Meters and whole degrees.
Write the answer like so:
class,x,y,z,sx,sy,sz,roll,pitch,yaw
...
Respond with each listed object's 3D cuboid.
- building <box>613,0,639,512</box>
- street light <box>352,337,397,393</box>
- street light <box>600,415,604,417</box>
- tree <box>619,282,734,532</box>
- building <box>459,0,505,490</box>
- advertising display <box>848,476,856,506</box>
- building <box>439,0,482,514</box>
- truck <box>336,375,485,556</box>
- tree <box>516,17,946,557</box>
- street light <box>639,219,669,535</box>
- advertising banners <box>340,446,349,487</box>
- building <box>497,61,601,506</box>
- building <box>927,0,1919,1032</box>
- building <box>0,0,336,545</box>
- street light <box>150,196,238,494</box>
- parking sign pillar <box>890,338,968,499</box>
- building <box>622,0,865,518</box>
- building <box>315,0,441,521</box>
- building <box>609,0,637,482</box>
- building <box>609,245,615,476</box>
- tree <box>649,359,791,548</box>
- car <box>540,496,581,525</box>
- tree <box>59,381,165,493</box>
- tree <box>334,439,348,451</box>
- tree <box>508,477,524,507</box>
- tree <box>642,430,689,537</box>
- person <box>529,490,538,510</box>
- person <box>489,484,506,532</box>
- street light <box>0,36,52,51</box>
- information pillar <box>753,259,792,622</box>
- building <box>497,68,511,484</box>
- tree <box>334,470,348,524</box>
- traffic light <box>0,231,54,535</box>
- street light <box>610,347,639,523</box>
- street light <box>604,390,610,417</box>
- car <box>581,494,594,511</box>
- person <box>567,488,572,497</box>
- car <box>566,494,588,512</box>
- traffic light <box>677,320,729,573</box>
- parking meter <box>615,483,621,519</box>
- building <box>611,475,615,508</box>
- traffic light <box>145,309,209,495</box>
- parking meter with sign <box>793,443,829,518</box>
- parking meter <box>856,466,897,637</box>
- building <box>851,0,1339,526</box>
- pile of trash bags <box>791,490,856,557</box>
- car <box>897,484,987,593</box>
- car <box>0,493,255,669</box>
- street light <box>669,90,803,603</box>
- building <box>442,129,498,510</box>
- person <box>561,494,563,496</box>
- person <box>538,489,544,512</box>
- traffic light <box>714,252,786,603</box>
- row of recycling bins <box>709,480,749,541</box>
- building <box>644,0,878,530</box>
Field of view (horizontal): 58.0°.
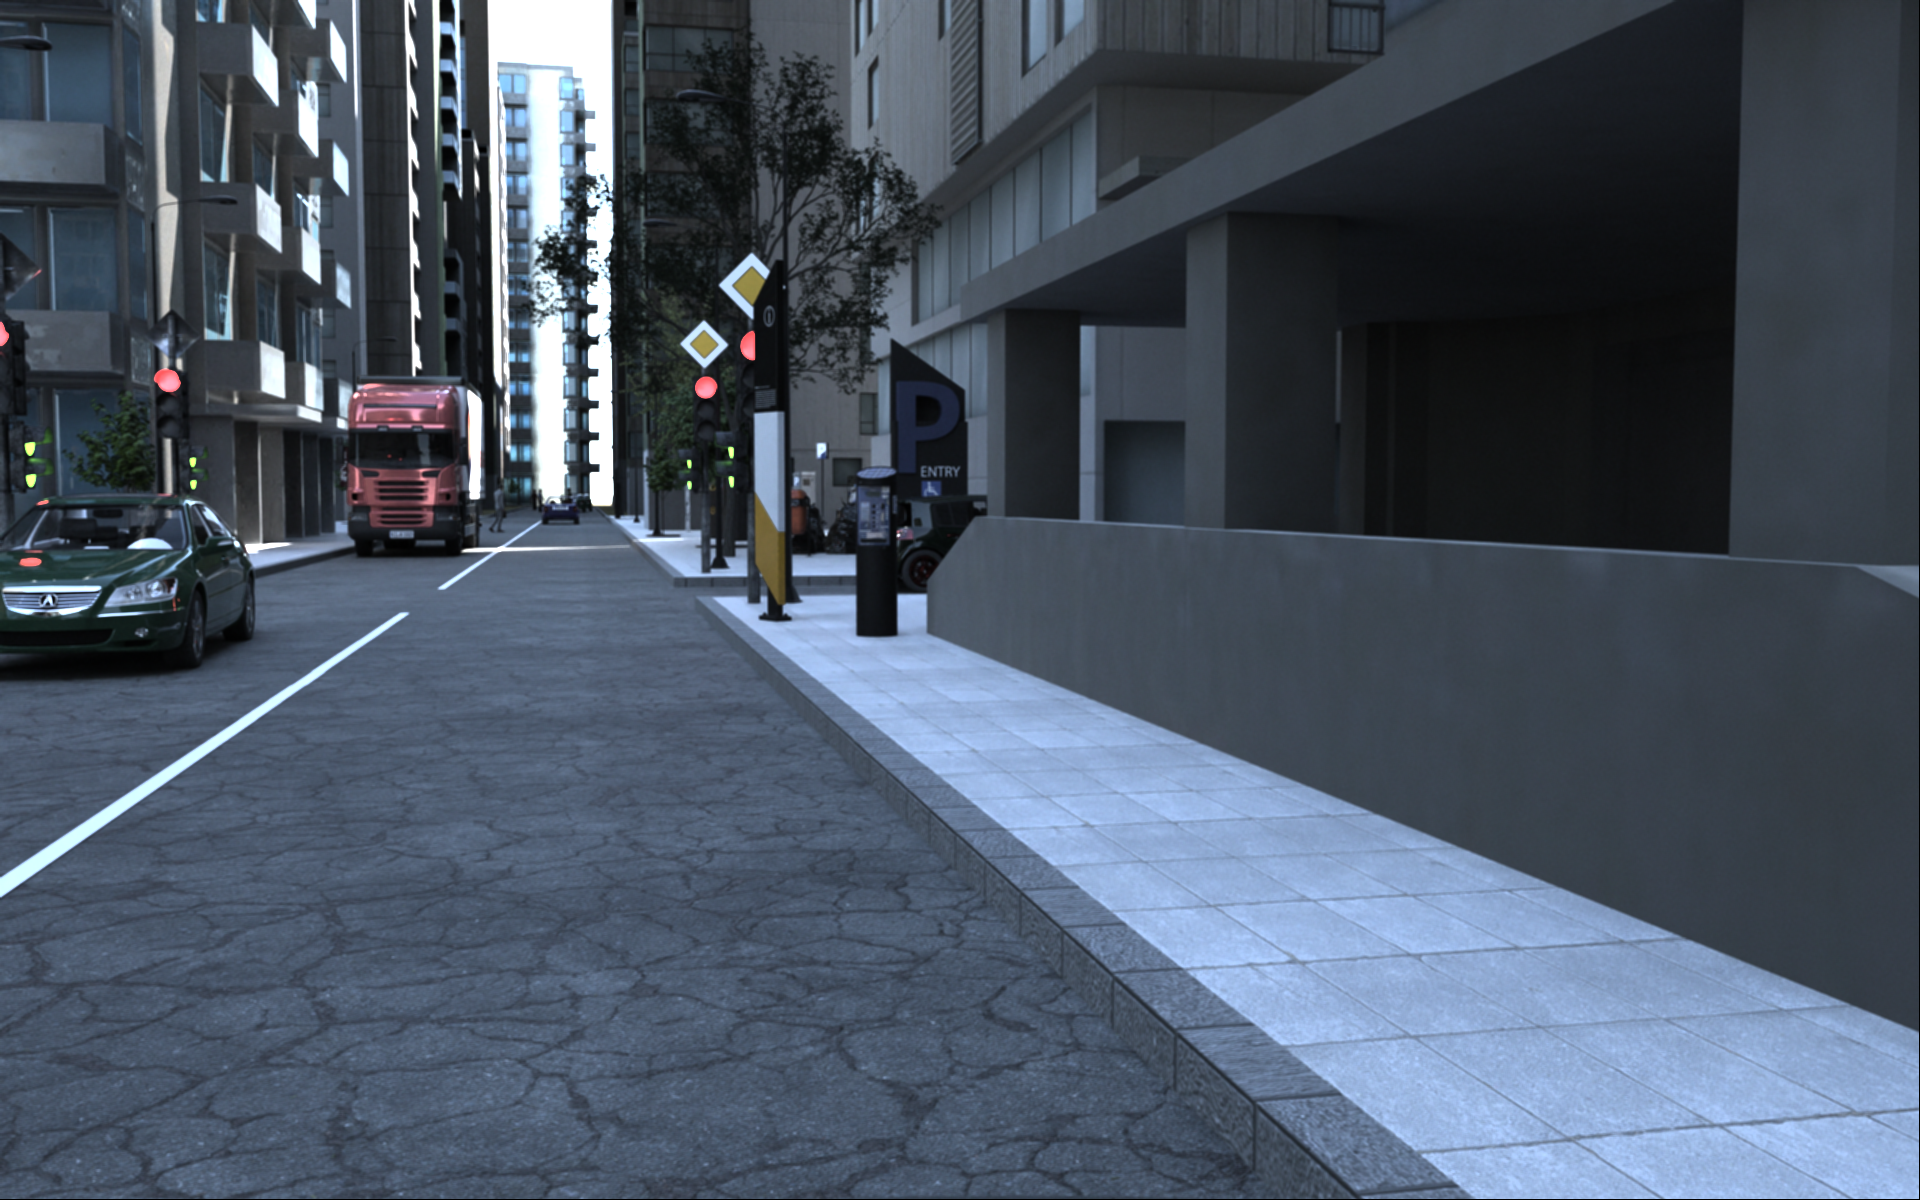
class,x,y,z,sx,sy,sz,roll,pitch,yaw
building,-15.372,-42.190,128.062,20.563,71.187,20.611,-1,4,-12
street light,-17.351,-4.818,51.322,1.470,5.913,1.316,-1,4,-12
street light,-20.364,-7.884,101.437,1.470,5.913,1.316,-1,4,-12
tree,-9.205,-6.577,57.897,4.737,8.622,4.395,0,3,0
building,-47.151,-30.536,149.375,14.600,45.320,14.200,-1,4,-12
advertising display,-3.704,-3.425,61.212,0.123,1.923,0.974,-2,4,-30
building,-42.519,-48.805,110.641,22.319,86.520,31.000,-1,4,-12
truck,-13.499,-3.333,43.412,2.839,4.237,11.283,-1,4,-12
tree,-4.705,-6.139,34.783,8.767,10.594,7.601,-1,4,-9
street light,-4.679,-3.488,29.568,1.470,5.913,1.316,-1,4,-12
advertising banners,-22.136,-4.150,64.040,0.090,3.025,2.074,2,4,34
building,-55.354,-34.922,190.587,30.456,49.044,23.786,-1,4,-12
building,16.913,-19.543,11.405,32.217,40.220,23.993,-1,4,-12
building,-28.185,-25.888,42.881,23.786,49.044,30.456,-1,4,-12
street light,-11.954,-3.333,27.038,1.470,5.913,1.316,-1,4,-12
parking sign pillar,-0.536,-2.546,30.093,1.447,3.967,1.447,-1,4,-10
building,-14.386,-20.743,110.849,14.160,30.474,14.107,-1,4,-12
building,-33.326,-24.572,85.354,14.154,41.232,14.086,-1,4,-12
building,-22.132,-30.327,145.959,14.600,45.320,14.200,-1,4,-12
building,-31.642,-25.716,192.161,14.107,30.474,14.160,-1,4,-12
tree,-5.743,-3.547,41.703,4.285,4.588,4.351,0,3,0
car,-19.090,-4.295,82.810,1.945,1.354,3.894,-1,4,-13
tree,-14.044,-2.128,29.396,1.663,3.219,1.824,0,3,0
tree,-22.664,-5.110,67.264,4.285,4.588,4.351,0,3,0
tree,-45.306,-11.058,175.398,1.663,3.219,1.824,0,3,0
tree,-8.975,-3.519,52.130,1.663,3.219,1.824,0,3,0
person,-37.727,-8.868,153.454,1.348,1.831,0.705,3,5,44
person,-17.385,-3.475,65.433,0.709,1.813,0.853,3,4,39
street light,-9.923,-2.759,17.645,1.470,5.913,1.316,-1,4,-12
information pillar,-1.926,-1.603,17.558,0.183,3.616,0.504,-3,4,-36
building,-50.295,-29.427,164.727,14.086,41.232,14.154,-1,4,-12
tree,-26.238,-4.905,74.806,1.663,3.219,1.824,0,3,0
traffic light,-10.215,-1.812,18.540,0.839,4.253,0.868,-1,4,-12
street light,-9.970,-4.966,53.733,1.470,5.913,1.316,-1,4,-12
street light,-15.058,-6.424,77.567,1.470,5.913,1.316,-1,4,-12
car,-31.503,-8.086,143.996,2.131,1.459,4.920,-1,4,-12
person,-24.269,-6.045,107.436,0.705,1.812,1.348,-1,4,-20
car,-30.352,-7.608,136.185,2.131,1.459,4.920,-1,4,-12
traffic light,-4.148,-2.393,28.052,0.839,4.253,0.868,-1,4,-12
parking meter,-17.960,-5.206,90.830,0.255,1.863,0.399,-1,4,-17
building,-17.319,-29.059,166.996,32.217,40.220,23.993,-1,4,-12
traffic light,-11.922,-2.289,26.341,0.839,4.253,0.868,-1,4,-12
parking meter with sign,-5.283,-3.808,58.520,1.738,3.016,0.543,-3,5,-43
parking meter,-0.754,-0.445,15.684,0.372,1.533,0.369,0,3,0
building,12.064,-27.783,43.493,27.495,52.752,28.713,-1,4,-12
pile of trash bags,-3.015,-1.667,37.004,1.912,1.369,3.447,1,4,13
car,0.662,-0.993,26.019,4.222,1.686,2.009,-1,4,-12
car,-7.525,-0.226,15.496,2.131,1.459,4.920,-1,4,-14
street light,-2.570,-2.916,20.211,1.470,5.913,1.316,-1,4,-12
building,-44.074,-22.268,135.779,14.160,30.474,14.107,-1,4,-12
person,-35.391,-8.692,153.871,0.557,1.426,1.065,-1,4,-14
person,-33.688,-7.992,139.153,0.705,1.826,1.348,0,4,3
traffic light,-2.441,-1.916,20.251,0.839,4.253,0.868,-1,4,-12
row of recycling bins,-6.392,-2.556,48.901,1.069,1.692,3.534,-1,4,-18
building,-5.608,-18.155,68.531,14.160,30.474,14.107,-1,4,-12
